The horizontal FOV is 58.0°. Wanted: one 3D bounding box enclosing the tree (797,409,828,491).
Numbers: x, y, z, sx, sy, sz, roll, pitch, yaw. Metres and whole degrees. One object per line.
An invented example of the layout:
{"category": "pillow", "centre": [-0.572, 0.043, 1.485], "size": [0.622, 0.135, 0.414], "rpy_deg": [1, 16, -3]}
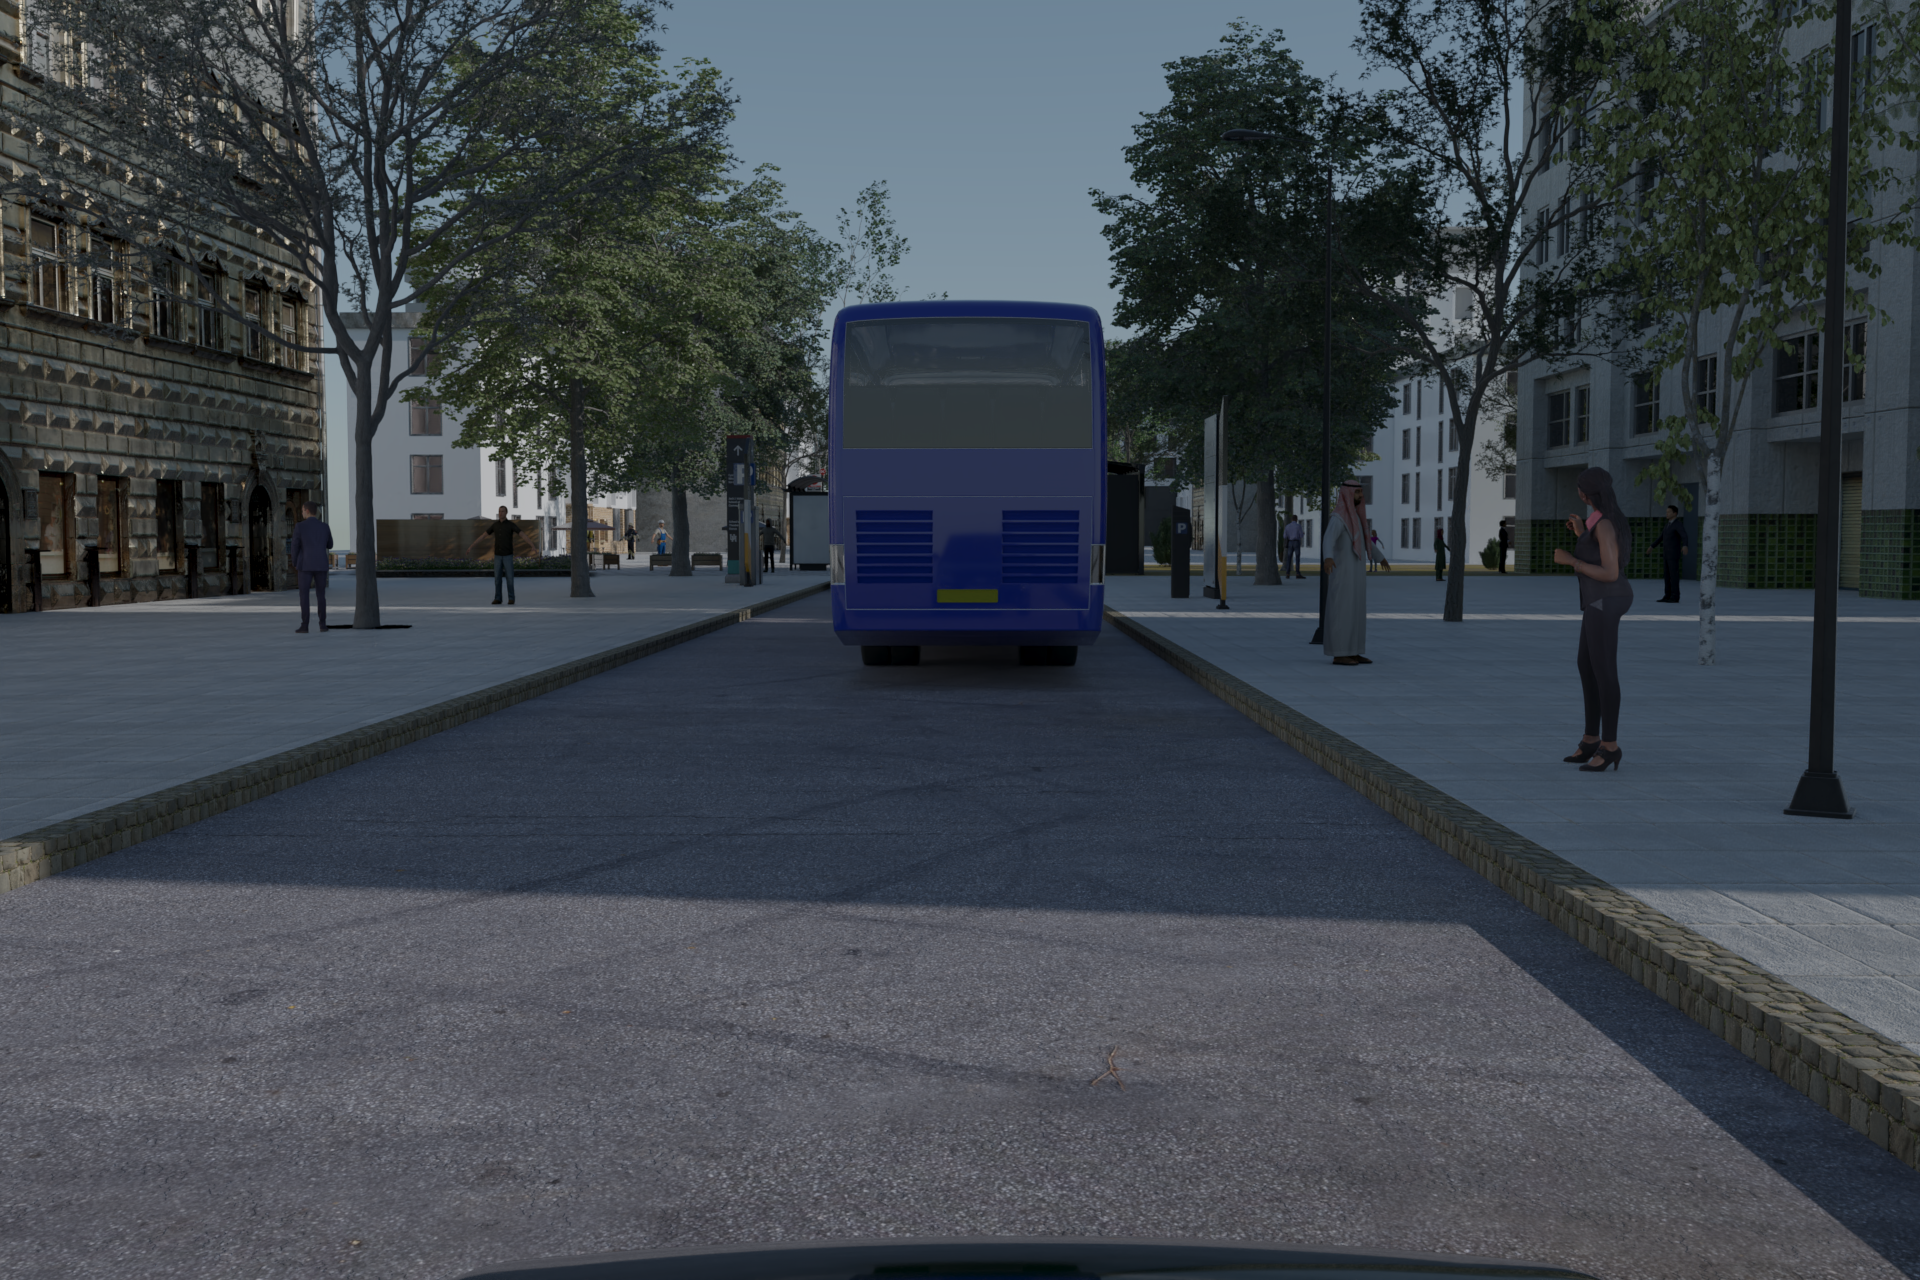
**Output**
{"category": "tree", "centre": [-6.639, -10.710, 109.521], "size": [7.601, 10.594, 8.767], "rpy_deg": [-1, 4, -21]}

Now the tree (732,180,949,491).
{"category": "tree", "centre": [-6.690, -14.490, 92.803], "size": [12.611, 20.169, 13.585], "rpy_deg": [0, 3, 0]}

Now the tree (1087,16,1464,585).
{"category": "tree", "centre": [7.751, -8.356, 43.282], "size": [9.857, 13.997, 8.962], "rpy_deg": [0, 3, 0]}

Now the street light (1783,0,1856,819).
{"category": "street light", "centre": [4.495, -2.155, 7.769], "size": [1.470, 5.913, 1.316], "rpy_deg": [0, 4, 1]}

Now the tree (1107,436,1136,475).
{"category": "tree", "centre": [8.164, -8.978, 97.151], "size": [4.737, 8.622, 4.395], "rpy_deg": [0, 3, 0]}

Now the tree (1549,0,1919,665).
{"category": "tree", "centre": [7.552, -4.065, 16.819], "size": [4.737, 8.622, 4.395], "rpy_deg": [0, 3, 0]}

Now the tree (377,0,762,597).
{"category": "tree", "centre": [-7.700, -7.119, 34.530], "size": [7.486, 12.596, 7.792], "rpy_deg": [0, 3, 0]}

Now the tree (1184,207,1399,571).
{"category": "tree", "centre": [11.434, -8.704, 60.446], "size": [7.486, 12.596, 7.792], "rpy_deg": [0, 3, 0]}

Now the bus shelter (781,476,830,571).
{"category": "bus shelter", "centre": [-5.172, -4.224, 62.982], "size": [2.014, 3.302, 5.546], "rpy_deg": [0, 4, 1]}

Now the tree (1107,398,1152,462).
{"category": "tree", "centre": [7.978, -10.549, 106.892], "size": [8.767, 10.594, 7.601], "rpy_deg": [1, 4, 13]}

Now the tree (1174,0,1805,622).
{"category": "tree", "centre": [7.134, -5.529, 24.810], "size": [8.767, 10.594, 7.601], "rpy_deg": [1, 4, 15]}

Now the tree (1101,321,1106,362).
{"category": "tree", "centre": [9.768, -18.214, 153.679], "size": [12.611, 20.169, 13.585], "rpy_deg": [0, 3, 0]}

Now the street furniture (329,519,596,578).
{"category": "street furniture", "centre": [-14.302, -2.846, 53.379], "size": [11.010, 1.723, 9.812], "rpy_deg": [-1, 4, -12]}

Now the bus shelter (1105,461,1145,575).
{"category": "bus shelter", "centre": [4.977, -4.036, 57.266], "size": [1.731, 3.624, 6.357], "rpy_deg": [0, 4, -1]}

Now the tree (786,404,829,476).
{"category": "tree", "centre": [-7.629, -13.133, 125.094], "size": [12.009, 13.543, 11.850], "rpy_deg": [0, 3, 0]}

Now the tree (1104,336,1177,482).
{"category": "tree", "centre": [7.684, -9.872, 87.162], "size": [9.928, 11.665, 9.643], "rpy_deg": [0, 3, 0]}

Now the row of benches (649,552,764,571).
{"category": "row of benches", "centre": [-8.801, -2.775, 60.837], "size": [4.104, 0.672, 1.422], "rpy_deg": [0, 4, -4]}

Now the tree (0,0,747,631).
{"category": "tree", "centre": [-8.064, -6.905, 23.260], "size": [12.009, 13.543, 11.850], "rpy_deg": [0, 3, 0]}

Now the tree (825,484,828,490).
{"category": "tree", "centre": [-15.598, -20.988, 249.814], "size": [9.857, 13.997, 8.962], "rpy_deg": [0, 3, 0]}

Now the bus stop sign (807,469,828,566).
{"category": "bus stop sign", "centre": [-5.808, -5.008, 70.577], "size": [0.855, 3.939, 0.416], "rpy_deg": [0, 4, 0]}

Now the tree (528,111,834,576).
{"category": "tree", "centre": [-8.541, -8.910, 52.340], "size": [9.857, 13.997, 8.962], "rpy_deg": [0, 3, 0]}

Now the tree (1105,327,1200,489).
{"category": "tree", "centre": [7.789, -8.636, 75.604], "size": [7.601, 10.594, 8.767], "rpy_deg": [-3, 4, -37]}

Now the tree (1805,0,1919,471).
{"category": "tree", "centre": [6.251, -3.667, 10.325], "size": [4.360, 8.622, 3.978], "rpy_deg": [0, 3, 0]}

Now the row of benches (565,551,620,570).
{"category": "row of benches", "centre": [-13.594, -2.958, 63.826], "size": [1.422, 0.672, 4.104], "rpy_deg": [-2, 4, -32]}

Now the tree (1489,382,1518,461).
{"category": "tree", "centre": [23.785, -7.445, 72.093], "size": [4.360, 8.622, 3.978], "rpy_deg": [0, 3, 0]}

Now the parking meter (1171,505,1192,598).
{"category": "parking meter", "centre": [4.435, -1.771, 34.675], "size": [0.399, 1.863, 0.255], "rpy_deg": [0, 4, 1]}

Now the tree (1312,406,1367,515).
{"category": "tree", "centre": [14.214, -7.153, 67.321], "size": [4.737, 8.622, 4.395], "rpy_deg": [0, 3, 0]}

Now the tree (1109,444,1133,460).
{"category": "tree", "centre": [7.588, -12.862, 120.656], "size": [12.009, 13.543, 11.850], "rpy_deg": [0, 3, 0]}

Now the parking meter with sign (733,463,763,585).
{"category": "parking meter with sign", "centre": [-5.265, -2.886, 43.442], "size": [0.543, 3.016, 1.738], "rpy_deg": [0, 4, 2]}

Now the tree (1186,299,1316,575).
{"category": "tree", "centre": [8.743, -6.316, 53.626], "size": [4.737, 8.622, 4.395], "rpy_deg": [0, 3, 0]}

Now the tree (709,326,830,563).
{"category": "tree", "centre": [-7.552, -8.697, 76.615], "size": [7.601, 10.594, 8.767], "rpy_deg": [-1, 4, -18]}

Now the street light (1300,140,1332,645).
{"category": "street light", "centre": [4.789, -2.905, 20.034], "size": [1.470, 5.913, 1.316], "rpy_deg": [0, 4, 0]}

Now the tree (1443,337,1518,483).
{"category": "tree", "centre": [22.505, -7.931, 64.080], "size": [8.767, 10.594, 7.601], "rpy_deg": [-2, 4, -27]}
